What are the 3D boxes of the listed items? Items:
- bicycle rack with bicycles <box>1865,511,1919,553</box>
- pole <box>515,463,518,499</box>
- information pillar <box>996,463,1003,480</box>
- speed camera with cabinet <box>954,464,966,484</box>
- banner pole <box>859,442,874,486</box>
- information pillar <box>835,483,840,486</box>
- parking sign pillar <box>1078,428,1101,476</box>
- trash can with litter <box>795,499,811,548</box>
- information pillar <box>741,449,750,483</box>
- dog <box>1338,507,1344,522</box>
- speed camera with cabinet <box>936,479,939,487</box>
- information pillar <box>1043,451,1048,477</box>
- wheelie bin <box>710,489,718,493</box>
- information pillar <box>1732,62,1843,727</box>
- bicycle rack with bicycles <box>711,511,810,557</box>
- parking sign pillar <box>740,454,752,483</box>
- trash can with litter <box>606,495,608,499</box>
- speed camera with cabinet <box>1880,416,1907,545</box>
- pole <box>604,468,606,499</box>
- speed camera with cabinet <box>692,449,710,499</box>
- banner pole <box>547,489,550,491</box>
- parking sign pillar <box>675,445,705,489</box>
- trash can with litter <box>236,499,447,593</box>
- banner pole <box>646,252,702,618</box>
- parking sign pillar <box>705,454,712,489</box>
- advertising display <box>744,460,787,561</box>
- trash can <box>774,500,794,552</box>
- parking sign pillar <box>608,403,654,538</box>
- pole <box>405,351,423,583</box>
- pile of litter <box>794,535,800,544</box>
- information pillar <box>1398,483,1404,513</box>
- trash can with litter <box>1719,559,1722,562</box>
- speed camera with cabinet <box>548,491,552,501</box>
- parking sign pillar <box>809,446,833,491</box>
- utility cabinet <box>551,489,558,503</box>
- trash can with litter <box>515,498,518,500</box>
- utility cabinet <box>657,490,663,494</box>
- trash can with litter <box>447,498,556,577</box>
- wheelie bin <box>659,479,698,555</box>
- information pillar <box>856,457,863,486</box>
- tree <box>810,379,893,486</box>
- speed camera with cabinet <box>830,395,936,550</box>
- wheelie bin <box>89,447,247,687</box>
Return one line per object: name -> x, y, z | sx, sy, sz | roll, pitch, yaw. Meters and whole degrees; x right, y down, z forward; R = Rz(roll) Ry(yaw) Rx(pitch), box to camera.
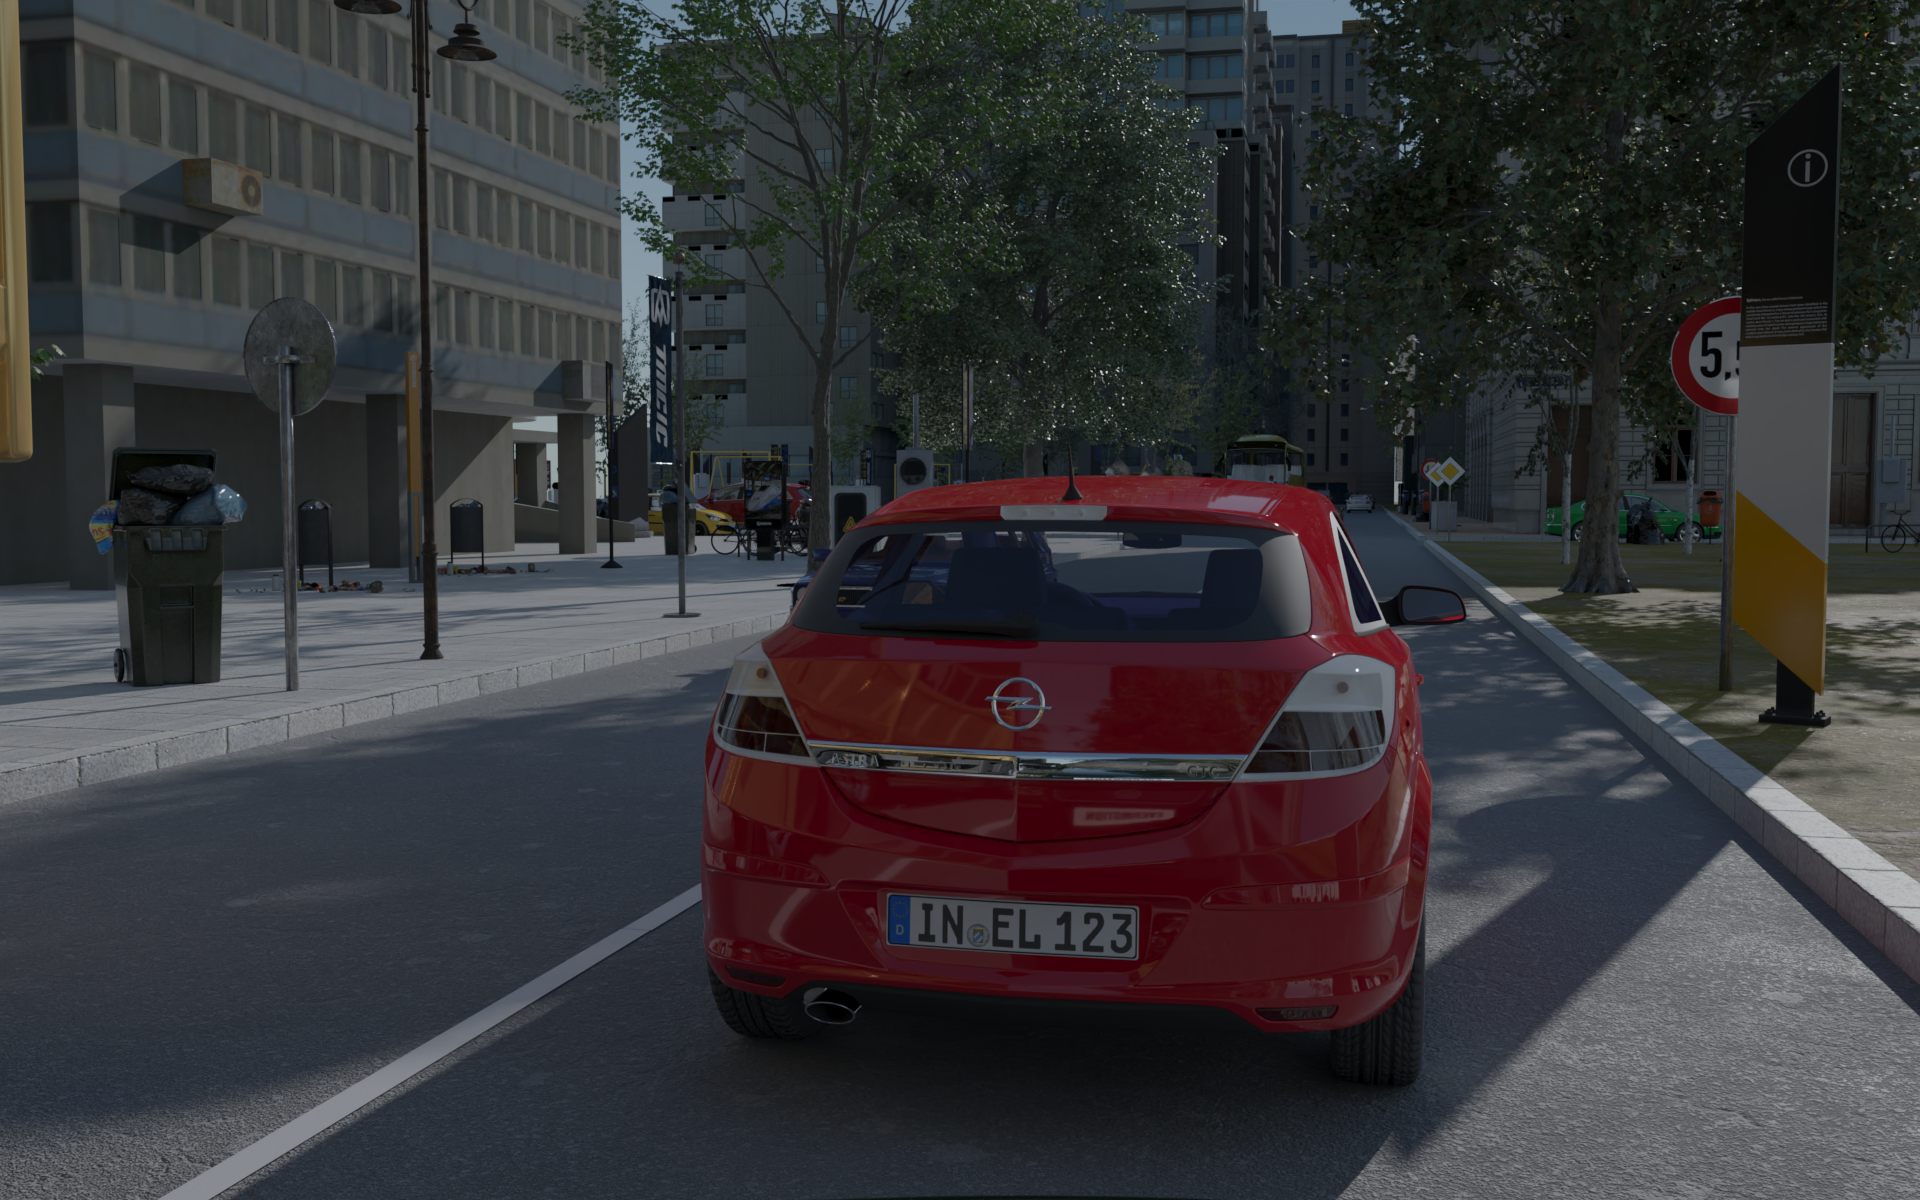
bicycle rack with bicycles -> 21.149, -1.460, 37.257 | 2.925, 0.926, 2.852 | -1, 4, -20
pole -> -25.663, -6.510, 100.276 | 0.158, 3.312, 0.155 | 0, 3, 0
information pillar -> 2.917, -8.340, 127.714 | 0.504, 3.616, 0.183 | 1, 4, 23
speed camera with cabinet -> -0.550, -7.259, 113.026 | 2.038, 3.252, 0.660 | 2, 4, 33
banner pole -> -4.281, -5.663, 82.614 | 0.401, 3.779, 0.863 | 2, 4, 29
information pillar -> -8.374, -6.981, 118.628 | 0.304, 2.012, 0.304 | 0, 4, 4
parking sign pillar -> 5.033, -4.830, 67.448 | 1.447, 3.967, 1.447 | -1, 4, -18
trash can with litter -> -3.330, -1.810, 40.983 | 1.055, 1.170, 0.624 | -1, 4, -18
information pillar -> -11.221, -6.069, 90.577 | 0.504, 3.616, 0.183 | -3, 5, -40
dog -> 17.969, -3.949, 81.409 | 0.513, 0.831, 0.800 | 3, 5, 42
speed camera with cabinet -> -2.359, -6.900, 107.152 | 2.038, 3.252, 0.660 | 1, 4, 18
information pillar -> 4.624, -6.343, 95.056 | 0.504, 3.616, 0.183 | -3, 4, -38
wheelie bin -> -14.260, -5.683, 100.818 | 0.980, 1.594, 0.693 | 0, 4, 8
information pillar -> 4.611, -1.119, 9.644 | 0.504, 3.616, 0.183 | 3, 4, 36
bicycle rack with bicycles -> -3.776, -1.399, 36.260 | 2.925, 0.926, 2.852 | 0, 4, 2
parking sign pillar -> -14.379, -7.873, 117.195 | 1.447, 3.967, 1.447 | -3, 5, -39
trash can with litter -> -28.439, -7.928, 140.677 | 2.233, 1.210, 1.678 | 3, 5, 43
speed camera with cabinet -> 24.181, -3.008, 43.519 | 2.038, 3.252, 0.660 | 2, 4, 30
pole -> -27.585, -8.607, 134.573 | 0.158, 3.312, 0.155 | 0, 3, 0
speed camera with cabinet -> -10.911, -5.072, 77.260 | 2.038, 3.252, 0.660 | -2, 4, -26
banner pole -> -33.061, -9.093, 138.691 | 0.863, 3.779, 0.401 | 0, 4, 5
parking sign pillar -> -14.536, -6.358, 92.422 | 1.447, 3.967, 1.447 | -1, 4, -13
trash can with litter -> -8.277, -0.722, 22.860 | 2.233, 1.210, 1.678 | 1, 4, 22
banner pole -> -2.986, -1.700, 17.809 | 0.401, 3.779, 0.863 | 1, 4, 20
parking sign pillar -> -16.967, -7.760, 115.350 | 1.447, 3.967, 1.447 | 1, 4, 19
advertising display -> -3.756, -1.725, 33.413 | 0.974, 1.923, 0.123 | 2, 4, 33
trash can -> -4.085, -1.654, 38.699 | 0.748, 1.137, 0.748 | 0, 3, 0
parking sign pillar -> -9.775, -3.823, 50.986 | 1.447, 3.967, 1.447 | 2, 4, 31
pole -> -7.841, -1.897, 24.867 | 0.158, 3.312, 0.155 | 0, 3, 0
pile of litter -> -3.911, -1.893, 44.916 | 1.176, 0.858, 1.719 | 1, 4, 16
information pillar -> 29.459, -6.801, 115.681 | 0.304, 2.012, 0.304 | -1, 4, -14
trash can with litter -> 14.048, -1.182, 30.710 | 1.055, 1.170, 0.624 | 3, 5, 40
speed camera with cabinet -> -20.788, -5.718, 87.820 | 2.038, 3.252, 0.660 | 1, 4, 19
parking sign pillar -> -7.744, -6.603, 96.438 | 1.447, 3.967, 1.447 | -1, 4, -15
utility cabinet -> -17.731, -4.125, 76.124 | 0.318, 1.500, 1.173 | -1, 4, -18
trash can with litter -> -16.612, -3.209, 63.851 | 1.055, 1.170, 0.624 | -2, 4, -30
utility cabinet -> -15.888, -5.240, 94.351 | 1.173, 1.500, 0.318 | -2, 4, -27
trash can with litter -> -7.551, -1.037, 28.005 | 2.233, 1.210, 1.678 | -2, 4, -33
wheelie bin -> -5.956, -1.755, 36.604 | 0.693, 1.594, 0.980 | 1, 4, 10
information pillar -> -5.718, -6.558, 98.570 | 0.504, 3.616, 0.183 | 3, 5, 40
tree -> -7.173, -9.801, 110.600 | 4.737, 8.622, 4.395 | 0, 3, 0
speed camera with cabinet -> -1.577, -2.452, 34.433 | 2.038, 3.252, 0.660 | 0, 4, 6
wheelie bin -> -5.355, -0.238, 11.792 | 0.980, 1.594, 0.693 | -2, 4, -34
